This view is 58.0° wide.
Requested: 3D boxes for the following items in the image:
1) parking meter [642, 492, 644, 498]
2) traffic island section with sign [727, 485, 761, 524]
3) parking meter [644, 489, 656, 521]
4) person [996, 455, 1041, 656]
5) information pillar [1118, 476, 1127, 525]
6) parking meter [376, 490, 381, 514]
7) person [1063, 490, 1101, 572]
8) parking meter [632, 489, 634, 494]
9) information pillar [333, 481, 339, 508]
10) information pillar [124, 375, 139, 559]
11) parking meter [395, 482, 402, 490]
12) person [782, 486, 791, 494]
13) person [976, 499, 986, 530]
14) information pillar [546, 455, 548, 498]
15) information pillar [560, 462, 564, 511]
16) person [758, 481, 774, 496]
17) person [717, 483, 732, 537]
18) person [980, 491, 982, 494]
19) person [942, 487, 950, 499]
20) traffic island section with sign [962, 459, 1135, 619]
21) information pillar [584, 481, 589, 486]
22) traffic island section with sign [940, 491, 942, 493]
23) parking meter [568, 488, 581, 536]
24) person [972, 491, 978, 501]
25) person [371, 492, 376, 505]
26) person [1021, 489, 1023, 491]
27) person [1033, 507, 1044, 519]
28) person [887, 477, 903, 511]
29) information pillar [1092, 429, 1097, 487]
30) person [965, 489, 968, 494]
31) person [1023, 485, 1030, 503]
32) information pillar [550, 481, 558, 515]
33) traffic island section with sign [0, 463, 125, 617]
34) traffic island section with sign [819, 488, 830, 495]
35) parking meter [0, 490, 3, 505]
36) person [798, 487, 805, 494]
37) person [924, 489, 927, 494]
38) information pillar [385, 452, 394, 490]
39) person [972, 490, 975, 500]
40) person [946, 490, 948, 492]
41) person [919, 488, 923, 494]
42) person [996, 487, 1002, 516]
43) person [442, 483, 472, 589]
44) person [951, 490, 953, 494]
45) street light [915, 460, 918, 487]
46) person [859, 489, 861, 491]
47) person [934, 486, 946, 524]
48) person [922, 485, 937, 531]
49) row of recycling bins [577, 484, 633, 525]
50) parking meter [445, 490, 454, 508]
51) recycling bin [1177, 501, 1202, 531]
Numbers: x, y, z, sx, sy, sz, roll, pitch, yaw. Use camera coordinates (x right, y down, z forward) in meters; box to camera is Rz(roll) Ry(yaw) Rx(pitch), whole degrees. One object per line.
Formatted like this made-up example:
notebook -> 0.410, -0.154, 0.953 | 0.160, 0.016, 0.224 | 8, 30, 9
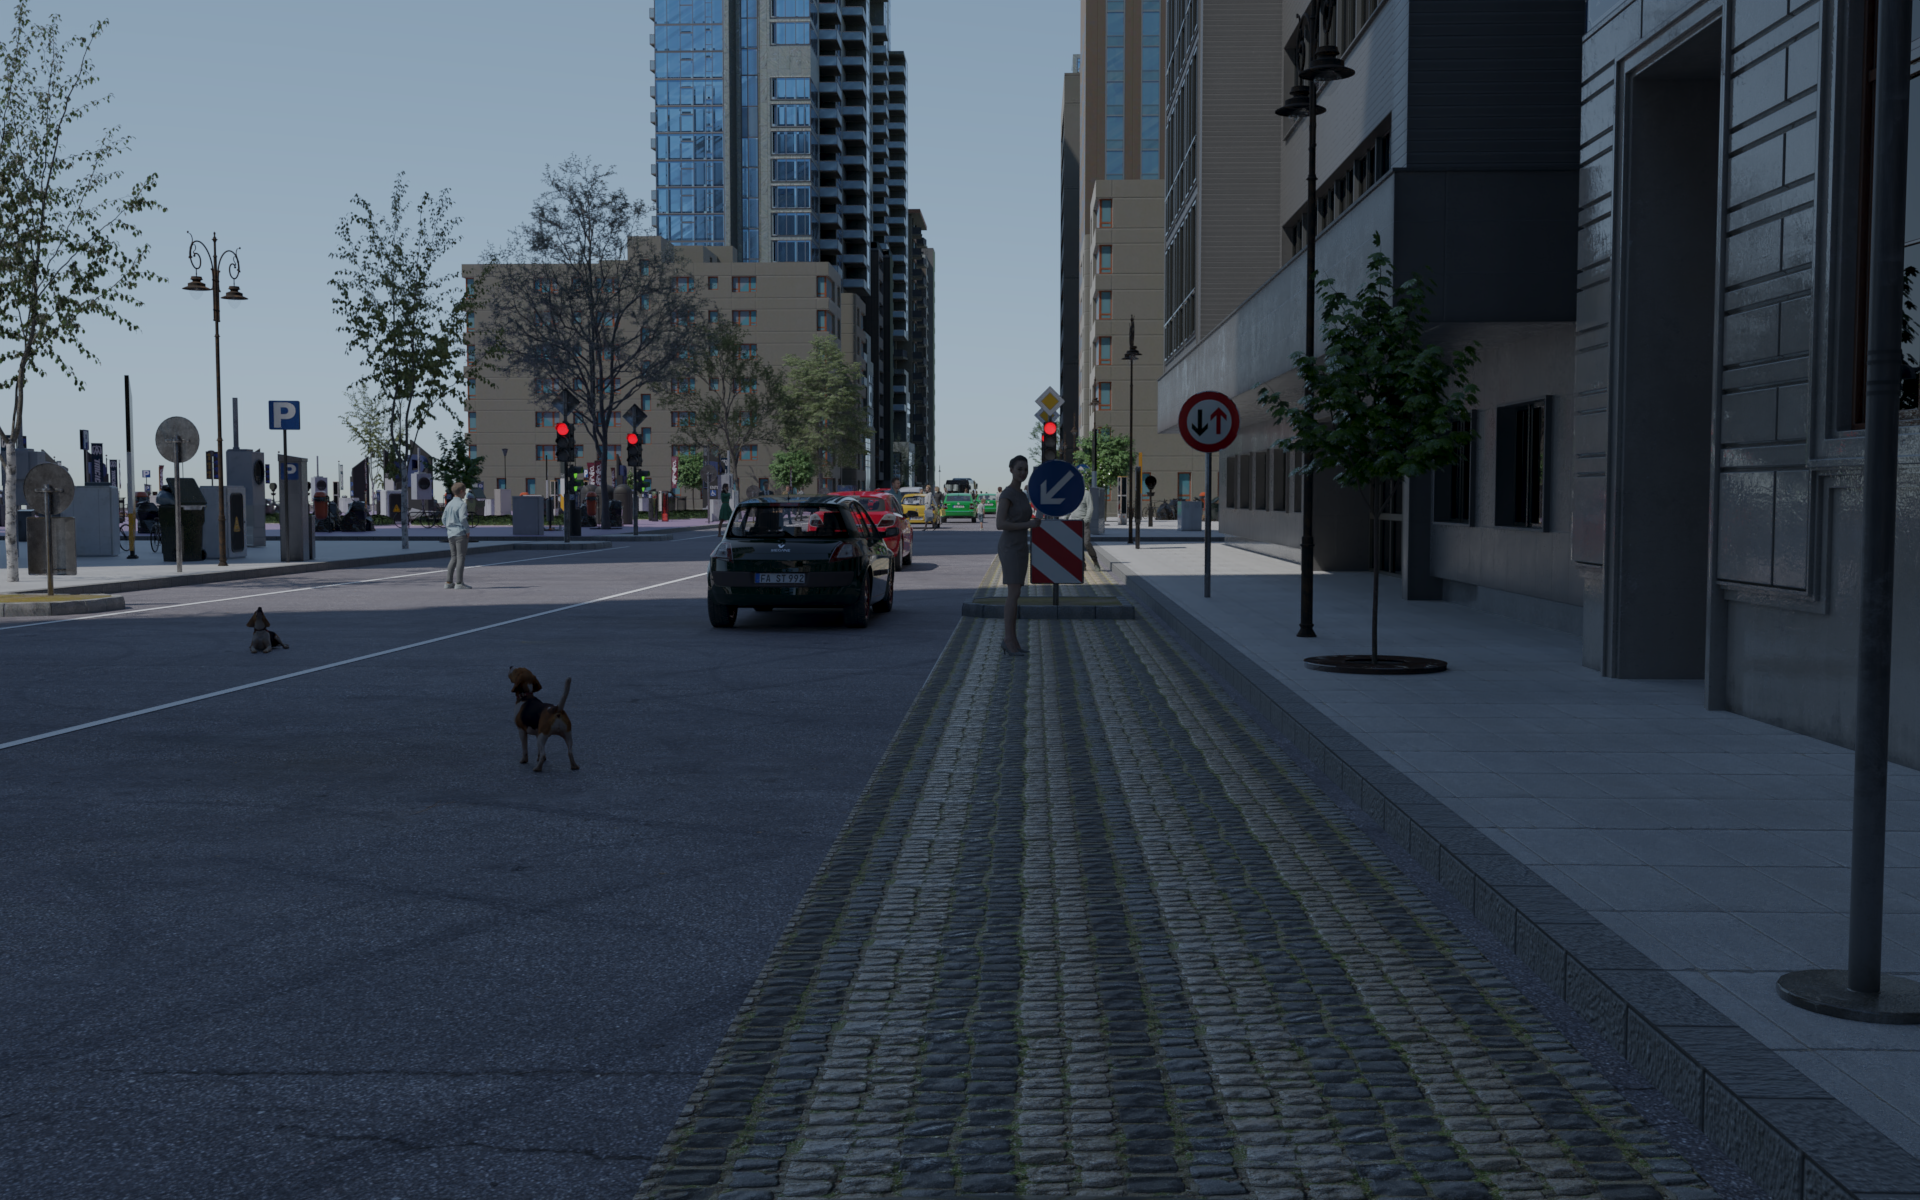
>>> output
parking meter -> -20.262, -6.305, 111.504 | 0.372, 1.533, 0.369 | 0, 3, 0
traffic island section with sign -> -9.160, -4.163, 76.686 | 1.989, 1.847, 2.006 | 0, 4, 2
parking meter -> -14.666, -4.535, 82.555 | 0.372, 1.533, 0.369 | 0, 3, 0
person -> 0.521, -0.406, 15.485 | 0.374, 1.781, 0.599 | 2, 4, 25
information pillar -> 6.781, -4.147, 72.292 | 0.304, 2.012, 0.304 | -1, 4, -21
parking meter -> -34.143, -5.715, 101.857 | 0.372, 1.533, 0.369 | 0, 3, 0
person -> 2.186, -1.405, 31.961 | 0.515, 1.767, 0.782 | -3, 5, -43
parking meter -> -17.242, -5.087, 91.585 | 0.372, 1.533, 0.369 | 0, 3, 0
information pillar -> -36.352, -5.898, 100.924 | 0.304, 2.012, 0.304 | -1, 4, -12
information pillar -> -16.453, -2.630, 34.351 | 0.183, 3.616, 0.504 | -1, 4, -19
parking meter -> -24.845, -4.352, 76.863 | 0.399, 1.863, 0.255 | -1, 4, -21
person -> -8.183, -4.463, 81.388 | 0.836, 1.842, 0.656 | 0, 4, 1
person -> 0.844, -3.402, 68.800 | 0.352, 1.250, 0.332 | -1, 4, -18
information pillar -> -24.648, -6.851, 103.375 | 0.183, 3.616, 0.504 | -1, 4, -10
information pillar -> -21.043, -6.162, 92.099 | 0.504, 3.616, 0.183 | 2, 4, 35
person -> -6.045, -2.827, 54.495 | 0.659, 1.850, 0.755 | -1, 4, -16
person -> -7.843, -3.005, 57.873 | 0.529, 1.795, 0.600 | 0, 4, 5
person -> 1.938, -9.539, 165.175 | 0.721, 1.736, 1.217 | -1, 4, -21
person -> -0.864, -6.123, 108.381 | 0.659, 1.850, 0.755 | 1, 4, 19
traffic island section with sign -> 1.031, -0.734, 20.629 | 1.989, 1.847, 2.006 | 0, 4, 2
information pillar -> -20.764, -5.631, 96.562 | 0.304, 2.012, 0.304 | 1, 4, 15
traffic island section with sign -> -1.604, -15.570, 263.191 | 1.989, 1.847, 2.006 | 0, 4, 2
parking meter -> -11.760, -2.720, 52.880 | 0.372, 1.533, 0.369 | 0, 3, 0
person -> 1.387, -8.791, 152.955 | 0.721, 1.735, 1.217 | -3, 5, -43
person -> -71.780, -12.408, 212.302 | 0.756, 1.711, 0.436 | -1, 4, -16
person -> 4.497, -7.294, 127.734 | 0.794, 1.824, 0.713 | -1, 4, -23
person -> 2.958, -3.247, 62.345 | 0.760, 1.731, 0.466 | 1, 4, 20
person -> -1.567, -1.927, 40.021 | 0.620, 1.820, 0.660 | 2, 4, 27
information pillar -> 4.849, -4.352, 62.506 | 0.183, 3.616, 0.504 | 0, 4, -8
person -> 0.467, -6.434, 113.977 | 0.520, 1.790, 0.573 | 2, 4, 32
person -> 2.539, -3.576, 67.233 | 0.793, 1.790, 0.793 | 0, 4, 5
information pillar -> -22.265, -5.541, 95.082 | 0.304, 2.012, 0.304 | 1, 4, 23
traffic island section with sign -> -11.426, -0.765, 21.142 | 1.989, 1.847, 2.006 | 0, 4, 2
traffic island section with sign -> -8.071, -5.810, 103.619 | 1.989, 1.847, 2.006 | 0, 4, 2
parking meter -> -55.314, -5.606, 100.069 | 0.372, 1.533, 0.369 | 0, 3, 0
person -> -8.420, -5.101, 92.029 | 0.709, 1.813, 0.853 | 3, 5, 44
person -> -2.351, -6.863, 120.810 | 0.767, 1.812, 0.694 | -1, 4, -22
information pillar -> -29.992, -6.102, 91.116 | 0.504, 3.616, 0.183 | 1, 4, 8
person -> 1.291, -9.405, 162.279 | 0.705, 1.823, 1.348 | -1, 4, -13
person -> -1.135, -7.101, 125.268 | 0.598, 1.740, 0.731 | 0, 3, 0
person -> -2.091, -5.090, 92.469 | 0.760, 1.731, 0.466 | -1, 4, -17
person -> 1.809, -4.023, 74.840 | 0.480, 1.755, 0.524 | 2, 4, 34
person -> -7.552, -0.966, 26.097 | 0.330, 1.601, 0.589 | -3, 5, -41
person -> -0.744, -8.039, 140.469 | 0.617, 1.759, 0.750 | -2, 4, -35
street light -> -5.514, -14.726, 213.557 | 0.468, 5.910, 1.993 | 0, 4, 2
person -> -6.924, -6.790, 119.852 | 0.374, 1.781, 0.599 | 2, 4, 29
person -> -1.233, -4.479, 81.947 | 0.699, 1.804, 1.509 | -2, 4, -25
person -> -1.182, -3.593, 67.599 | 0.624, 1.780, 0.694 | 0, 3, 0
row of recycling bins -> -15.274, -4.056, 73.432 | 3.534, 1.692, 1.069 | 2, 4, 34
parking meter -> -18.334, -3.299, 62.348 | 0.372, 1.533, 0.369 | 0, 3, 0
recycling bin -> 7.978, -2.912, 60.162 | 0.722, 1.027, 0.722 | 0, 4, -5
